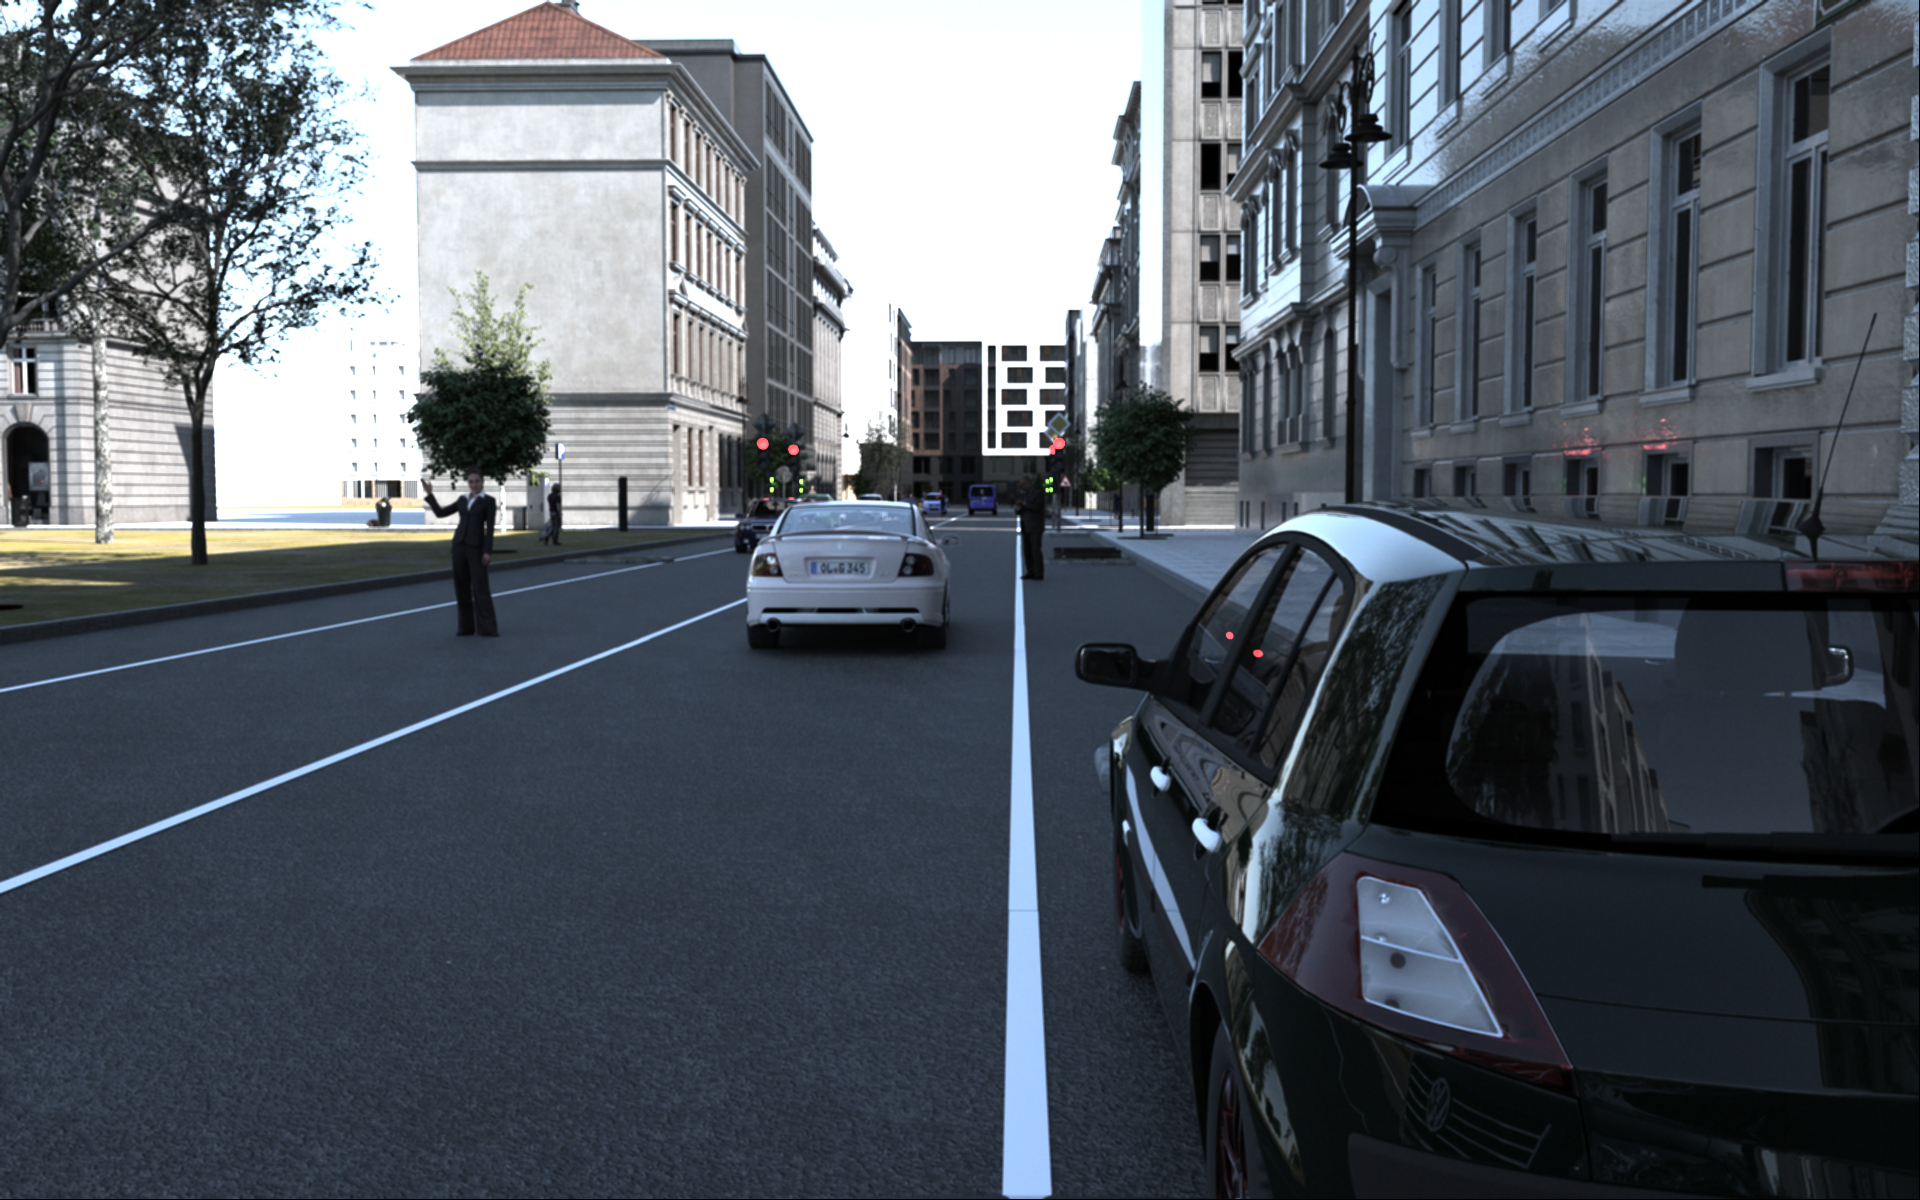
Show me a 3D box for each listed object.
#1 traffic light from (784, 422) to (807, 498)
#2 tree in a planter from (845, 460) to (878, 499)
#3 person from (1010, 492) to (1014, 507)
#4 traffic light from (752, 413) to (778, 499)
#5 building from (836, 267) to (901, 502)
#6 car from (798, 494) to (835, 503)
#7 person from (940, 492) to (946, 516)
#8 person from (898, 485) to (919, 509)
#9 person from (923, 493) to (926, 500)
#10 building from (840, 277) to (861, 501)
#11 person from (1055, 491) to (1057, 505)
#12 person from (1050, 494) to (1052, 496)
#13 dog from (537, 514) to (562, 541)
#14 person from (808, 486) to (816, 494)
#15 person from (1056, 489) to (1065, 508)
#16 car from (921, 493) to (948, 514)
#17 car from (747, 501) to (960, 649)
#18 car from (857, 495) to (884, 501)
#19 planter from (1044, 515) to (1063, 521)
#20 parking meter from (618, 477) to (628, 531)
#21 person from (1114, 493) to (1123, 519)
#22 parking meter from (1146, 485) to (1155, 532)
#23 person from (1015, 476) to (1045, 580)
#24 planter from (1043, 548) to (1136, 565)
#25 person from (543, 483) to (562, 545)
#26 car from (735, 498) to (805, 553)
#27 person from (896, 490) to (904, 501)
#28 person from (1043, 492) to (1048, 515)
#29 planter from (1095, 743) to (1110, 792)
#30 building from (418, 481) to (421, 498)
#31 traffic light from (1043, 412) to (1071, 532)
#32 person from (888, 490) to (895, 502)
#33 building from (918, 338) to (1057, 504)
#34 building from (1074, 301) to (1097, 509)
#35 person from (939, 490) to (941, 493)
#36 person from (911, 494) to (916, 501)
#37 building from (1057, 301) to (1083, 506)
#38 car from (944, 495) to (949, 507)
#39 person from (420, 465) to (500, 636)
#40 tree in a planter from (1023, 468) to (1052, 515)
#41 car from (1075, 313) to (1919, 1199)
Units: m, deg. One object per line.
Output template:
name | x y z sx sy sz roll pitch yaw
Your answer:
traffic light | -6.365 -4.747 66.856 0.839 4.213 0.868 0 4 2
tree in a planter | -5.248 -5.768 91.521 1.991 3.239 1.994 0 4 2
person | 5.536 -10.721 185.253 0.593 1.643 0.415 2 4 31
traffic light | -6.633 -4.259 58.876 0.839 4.213 0.868 0 4 2
building | -21.182 -20.001 170.997 27.936 21.610 32.646 0 4 2
car | -6.071 -3.702 72.321 2.131 1.459 4.920 0 4 2
person | -1.034 -6.191 112.092 0.546 1.535 0.453 2 4 30
person | -0.875 -1.063 27.951 0.516 1.574 0.319 -1 4 -21
person | -4.415 -12.856 217.161 0.530 1.710 0.541 -3 5 -43
building | -16.501 -17.888 148.887 16.016 20.091 11.380 0 4 2
person | 11.346 -12.114 204.201 0.705 1.812 1.348 -1 4 -21
person | 11.211 -12.235 206.803 1.217 1.735 0.721 -2 4 -31
dog | -11.280 -2.001 47.096 0.800 0.831 0.513 1 4 17
person | -8.743 -5.816 101.695 0.990 1.755 0.434 -3 5 -44
person | 9.176 -9.185 156.908 1.217 1.739 0.721 1 4 9
car | -1.795 -6.966 123.485 1.945 1.707 3.694 0 4 0
car | -1.038 -0.311 17.446 2.083 1.381 4.827 0 4 0
car | -5.103 -5.280 98.325 2.014 1.417 4.499 0 4 1
planter | 4.501 -4.381 92.764 1.991 0.319 1.994 0 4 2
parking meter | -11.584 -3.291 59.524 0.255 1.863 0.399 -1 4 -19
person | 8.096 -4.871 88.061 0.546 1.535 0.453 1 4 19
parking meter | 6.509 -3.273 59.224 0.255 1.863 0.399 1 4 14
person | 1.156 -1.214 29.040 0.565 1.739 0.600 2 4 24
planter | 2.591 -0.903 35.904 1.991 0.319 1.994 0 4 2
person | -10.177 -2.141 43.261 0.471 1.553 0.569 -1 4 -11
car | -4.590 -1.886 43.418 1.945 1.354 3.894 0 4 1
person | -6.196 -10.427 177.236 0.721 1.735 1.217 -3 5 -45
person | 5.338 -6.037 109.267 0.319 1.574 0.516 -2 4 -34
planter | 1.694 0.755 8.795 1.991 0.319 1.994 0 4 2
building | -61.615 -17.876 234.418 28.070 9.664 9.099 0 4 2
traffic light | 3.323 -4.239 58.558 0.839 4.213 0.868 0 4 2
person | -4.547 -6.441 114.731 0.541 1.710 0.530 -2 4 -30
building | 1.231 -24.291 241.129 32.646 21.610 27.936 0 4 2
building | 19.943 -18.400 167.304 16.747 18.905 31.486 0 4 2
person | -1.857 -9.622 165.757 0.705 1.831 1.348 3 5 39
person | -2.914 -5.696 104.866 0.421 1.427 0.697 2 4 32
building | 25.891 -21.717 199.045 27.936 21.610 32.646 0 4 2
car | -2.104 -10.737 188.124 1.945 1.354 3.894 0 4 3
person | -5.034 -0.497 17.425 0.742 1.727 0.445 -1 4 -17
tree in a planter | 5.416 -7.489 119.660 1.991 3.239 1.994 0 4 2
car | 1.289 0.355 3.983 2.009 1.686 4.222 0 4 2
